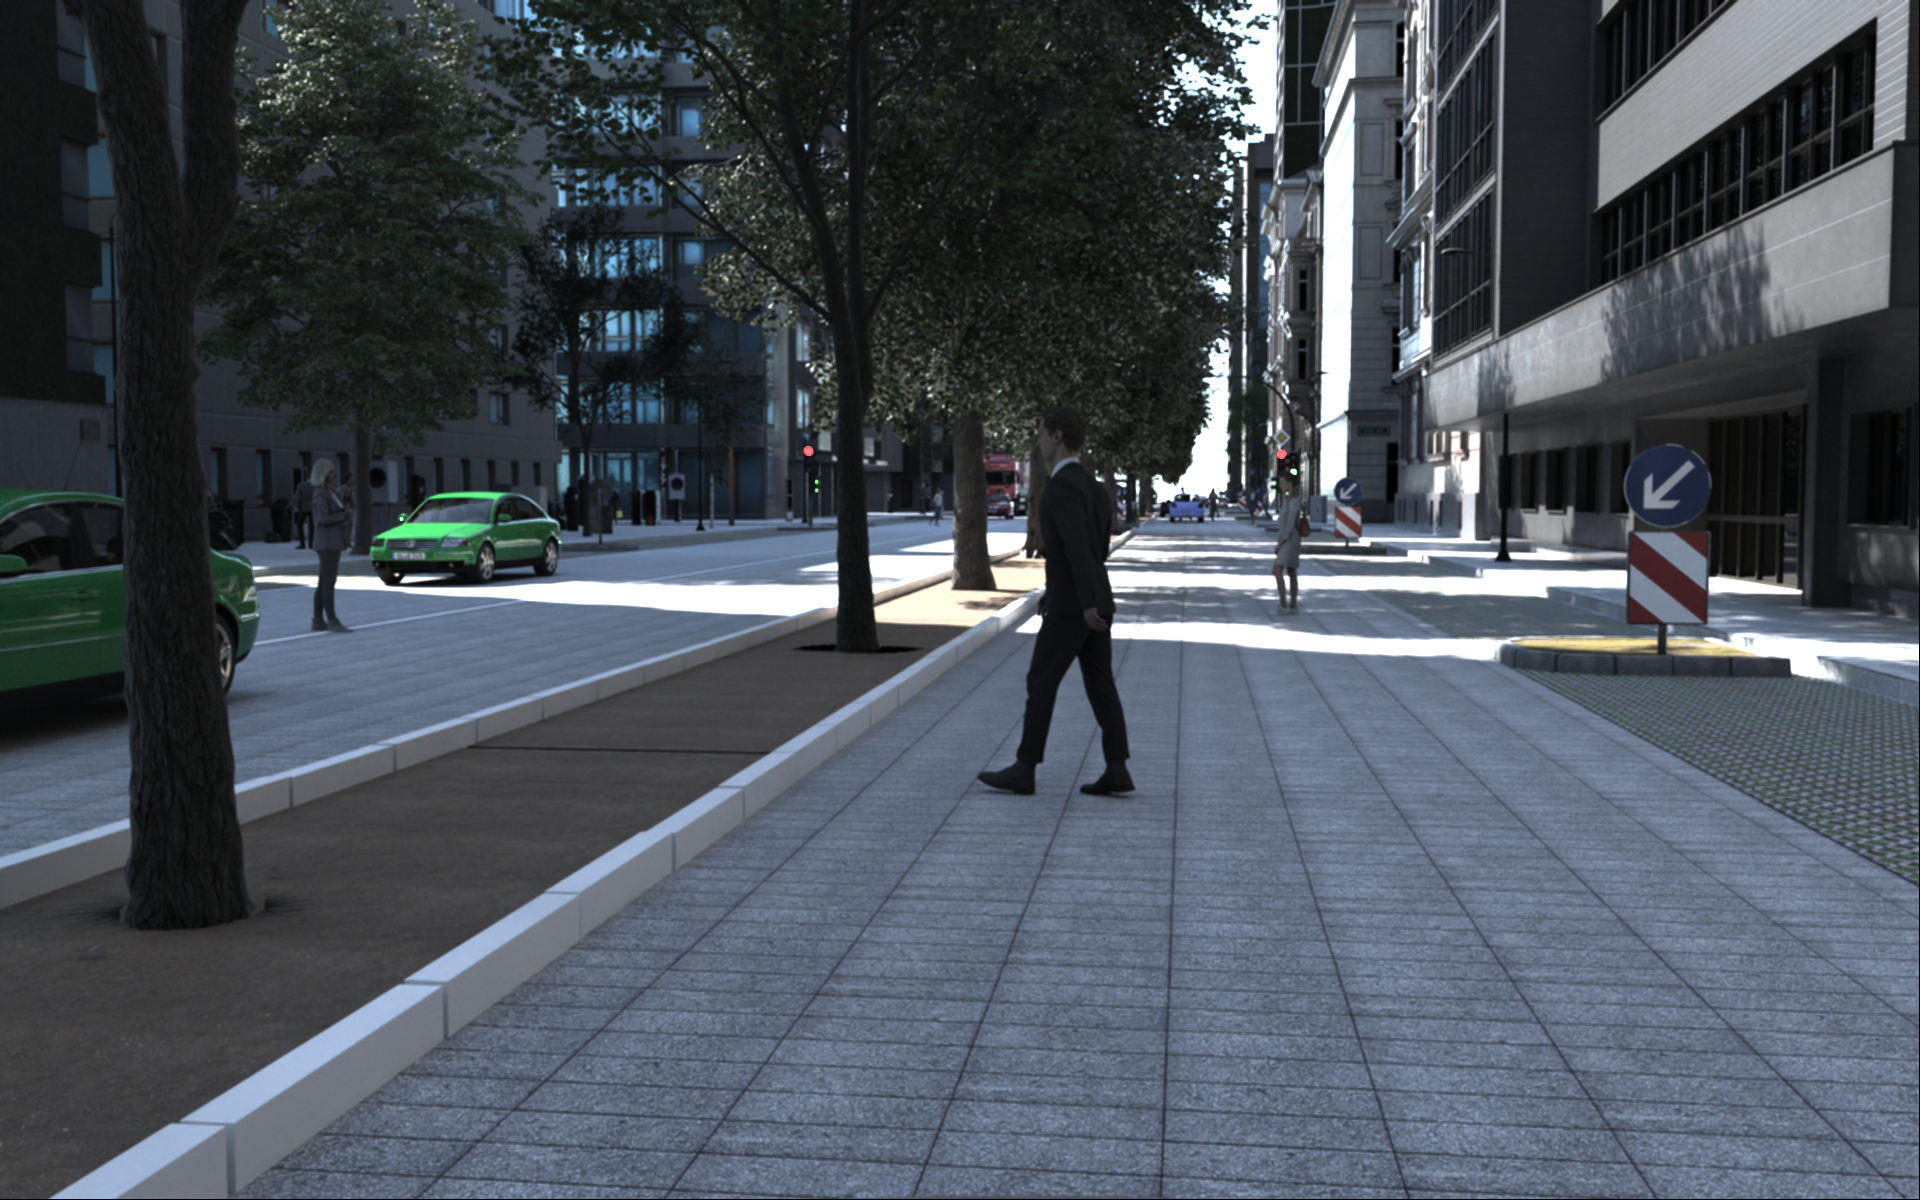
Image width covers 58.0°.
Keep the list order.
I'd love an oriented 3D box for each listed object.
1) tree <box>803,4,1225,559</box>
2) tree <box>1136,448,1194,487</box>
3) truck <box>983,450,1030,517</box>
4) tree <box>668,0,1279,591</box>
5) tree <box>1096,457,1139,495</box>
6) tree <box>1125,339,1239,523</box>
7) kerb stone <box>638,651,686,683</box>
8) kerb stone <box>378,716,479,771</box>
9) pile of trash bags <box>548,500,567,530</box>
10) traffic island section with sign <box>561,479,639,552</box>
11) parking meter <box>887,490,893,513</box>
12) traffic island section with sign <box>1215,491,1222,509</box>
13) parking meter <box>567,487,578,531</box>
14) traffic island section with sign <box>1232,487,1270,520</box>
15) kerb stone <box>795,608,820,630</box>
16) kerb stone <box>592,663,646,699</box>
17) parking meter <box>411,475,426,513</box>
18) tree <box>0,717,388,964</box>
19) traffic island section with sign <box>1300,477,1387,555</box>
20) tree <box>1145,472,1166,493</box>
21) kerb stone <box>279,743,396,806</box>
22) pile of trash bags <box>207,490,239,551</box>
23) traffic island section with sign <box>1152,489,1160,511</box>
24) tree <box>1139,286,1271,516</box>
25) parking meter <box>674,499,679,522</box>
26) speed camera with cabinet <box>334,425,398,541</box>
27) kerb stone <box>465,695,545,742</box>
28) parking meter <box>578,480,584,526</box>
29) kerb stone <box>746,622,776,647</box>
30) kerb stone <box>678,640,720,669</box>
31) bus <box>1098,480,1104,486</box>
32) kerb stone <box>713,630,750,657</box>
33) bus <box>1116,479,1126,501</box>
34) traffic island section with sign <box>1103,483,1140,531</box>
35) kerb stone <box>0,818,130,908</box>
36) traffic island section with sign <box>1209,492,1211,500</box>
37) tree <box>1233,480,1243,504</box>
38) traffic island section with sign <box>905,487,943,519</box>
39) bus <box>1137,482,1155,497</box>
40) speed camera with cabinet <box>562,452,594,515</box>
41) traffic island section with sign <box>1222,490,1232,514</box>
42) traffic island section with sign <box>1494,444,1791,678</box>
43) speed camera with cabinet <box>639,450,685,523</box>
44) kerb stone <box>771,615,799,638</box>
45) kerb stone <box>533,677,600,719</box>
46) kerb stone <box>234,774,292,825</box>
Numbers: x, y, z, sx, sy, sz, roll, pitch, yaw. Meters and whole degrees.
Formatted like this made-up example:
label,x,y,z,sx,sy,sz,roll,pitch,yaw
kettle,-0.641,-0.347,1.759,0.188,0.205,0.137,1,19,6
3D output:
label,x,y,z,sx,sy,sz,roll,pitch,yaw
tree,1.716,-7.248,37.977,9.611,12.733,9.660,0,3,0
tree,16.203,-13.806,146.306,7.486,12.596,7.792,0,3,0
truck,2.929,-7.608,113.304,2.839,4.237,11.283,0,4,7
tree,0.188,-7.109,25.341,9.857,13.997,8.962,0,3,0
tree,8.917,-8.449,90.961,4.737,8.622,4.395,0,3,0
tree,8.034,-10.371,82.398,12.009,13.543,11.850,0,3,0
kerb stone,-2.356,0.533,13.474,0.120,0.150,1.000,0,4,7
kerb stone,-2.890,0.784,9.405,0.120,0.150,1.000,0,4,7
pile of trash bags,-15.176,-3.125,60.840,1.912,1.369,3.447,1,4,14
traffic island section with sign,-9.243,-2.152,43.815,1.989,1.847,2.006,0,4,7
parking meter,-4.620,-6.504,114.744,0.372,1.533,0.369,0,3,0
traffic island section with sign,26.214,-9.955,171.391,1.989,1.847,2.006,0,4,7
parking meter,-13.405,-3.151,59.922,0.372,1.533,0.369,0,3,0
traffic island section with sign,16.409,-5.392,96.787,1.989,1.847,2.006,0,4,7
kerb stone,-1.689,0.225,18.556,0.120,0.150,1.000,0,4,7
kerb stone,-2.493,0.595,12.461,0.120,0.150,1.000,0,4,7
parking meter,-16.662,-2.913,53.332,0.255,1.863,0.399,2,4,25
tree,-2.694,-4.735,5.636,9.928,11.665,9.643,0,3,0
traffic island section with sign,9.160,-2.022,41.693,1.989,1.847,2.006,0,4,7
tree,12.723,-10.246,120.333,4.360,8.622,3.978,0,3,0
kerb stone,-3.027,0.850,8.385,0.120,0.150,1.000,0,4,7
pile of trash bags,-17.752,-1.865,40.249,1.912,1.369,3.447,-1,4,-17
traffic island section with sign,16.568,-8.636,149.335,2.006,1.907,1.989,0,4,7
tree,12.726,-15.335,109.080,12.611,20.169,13.585,0,3,0
parking meter,-13.060,-4.546,80.034,0.255,1.863,0.399,0,4,2
speed camera with cabinet,-16.408,-3.233,47.189,2.038,3.252,0.660,1,4,8
kerb stone,-2.757,0.720,10.421,0.120,0.150,1.000,0,4,7
parking meter,-15.251,-3.924,69.862,0.255,1.863,0.399,-2,4,-24
kerb stone,-1.955,0.347,16.517,0.120,0.150,1.000,0,4,7
kerb stone,-2.221,0.473,14.489,0.120,0.150,1.000,0,4,7
bus,17.539,-13.813,220.704,2.948,3.499,13.247,1,4,8
kerb stone,-2.089,0.409,15.504,0.120,0.150,1.000,0,4,7
bus,26.256,-17.755,281.846,2.896,3.916,12.252,0,4,6
traffic island section with sign,6.777,-4.079,74.835,2.006,1.907,1.989,0,4,7
kerb stone,-3.293,0.969,6.350,0.120,0.150,1.000,0,4,7
traffic island section with sign,29.830,-11.631,198.791,1.989,1.847,2.006,0,4,7
tree,37.403,-14.510,231.831,1.663,3.219,1.824,0,3,0
traffic island section with sign,-2.005,-5.516,98.807,1.989,1.847,2.006,0,4,7
bus,31.958,-18.662,296.666,2.896,3.916,12.252,0,4,7
speed camera with cabinet,-17.938,-5.323,81.370,0.660,3.252,2.038,-3,5,-42
traffic island section with sign,19.932,-7.027,123.512,1.989,1.847,2.006,0,4,7
traffic island section with sign,5.586,-0.358,14.479,1.989,1.847,2.006,0,4,7
speed camera with cabinet,-13.338,-5.075,77.313,2.038,3.252,0.660,-1,4,-13
kerb stone,-1.827,0.285,17.538,0.120,0.150,1.000,0,4,7
kerb stone,-2.626,0.657,11.447,0.120,0.150,1.000,0,4,7
kerb stone,-3.168,0.907,7.372,0.120,0.150,1.000,0,4,7
